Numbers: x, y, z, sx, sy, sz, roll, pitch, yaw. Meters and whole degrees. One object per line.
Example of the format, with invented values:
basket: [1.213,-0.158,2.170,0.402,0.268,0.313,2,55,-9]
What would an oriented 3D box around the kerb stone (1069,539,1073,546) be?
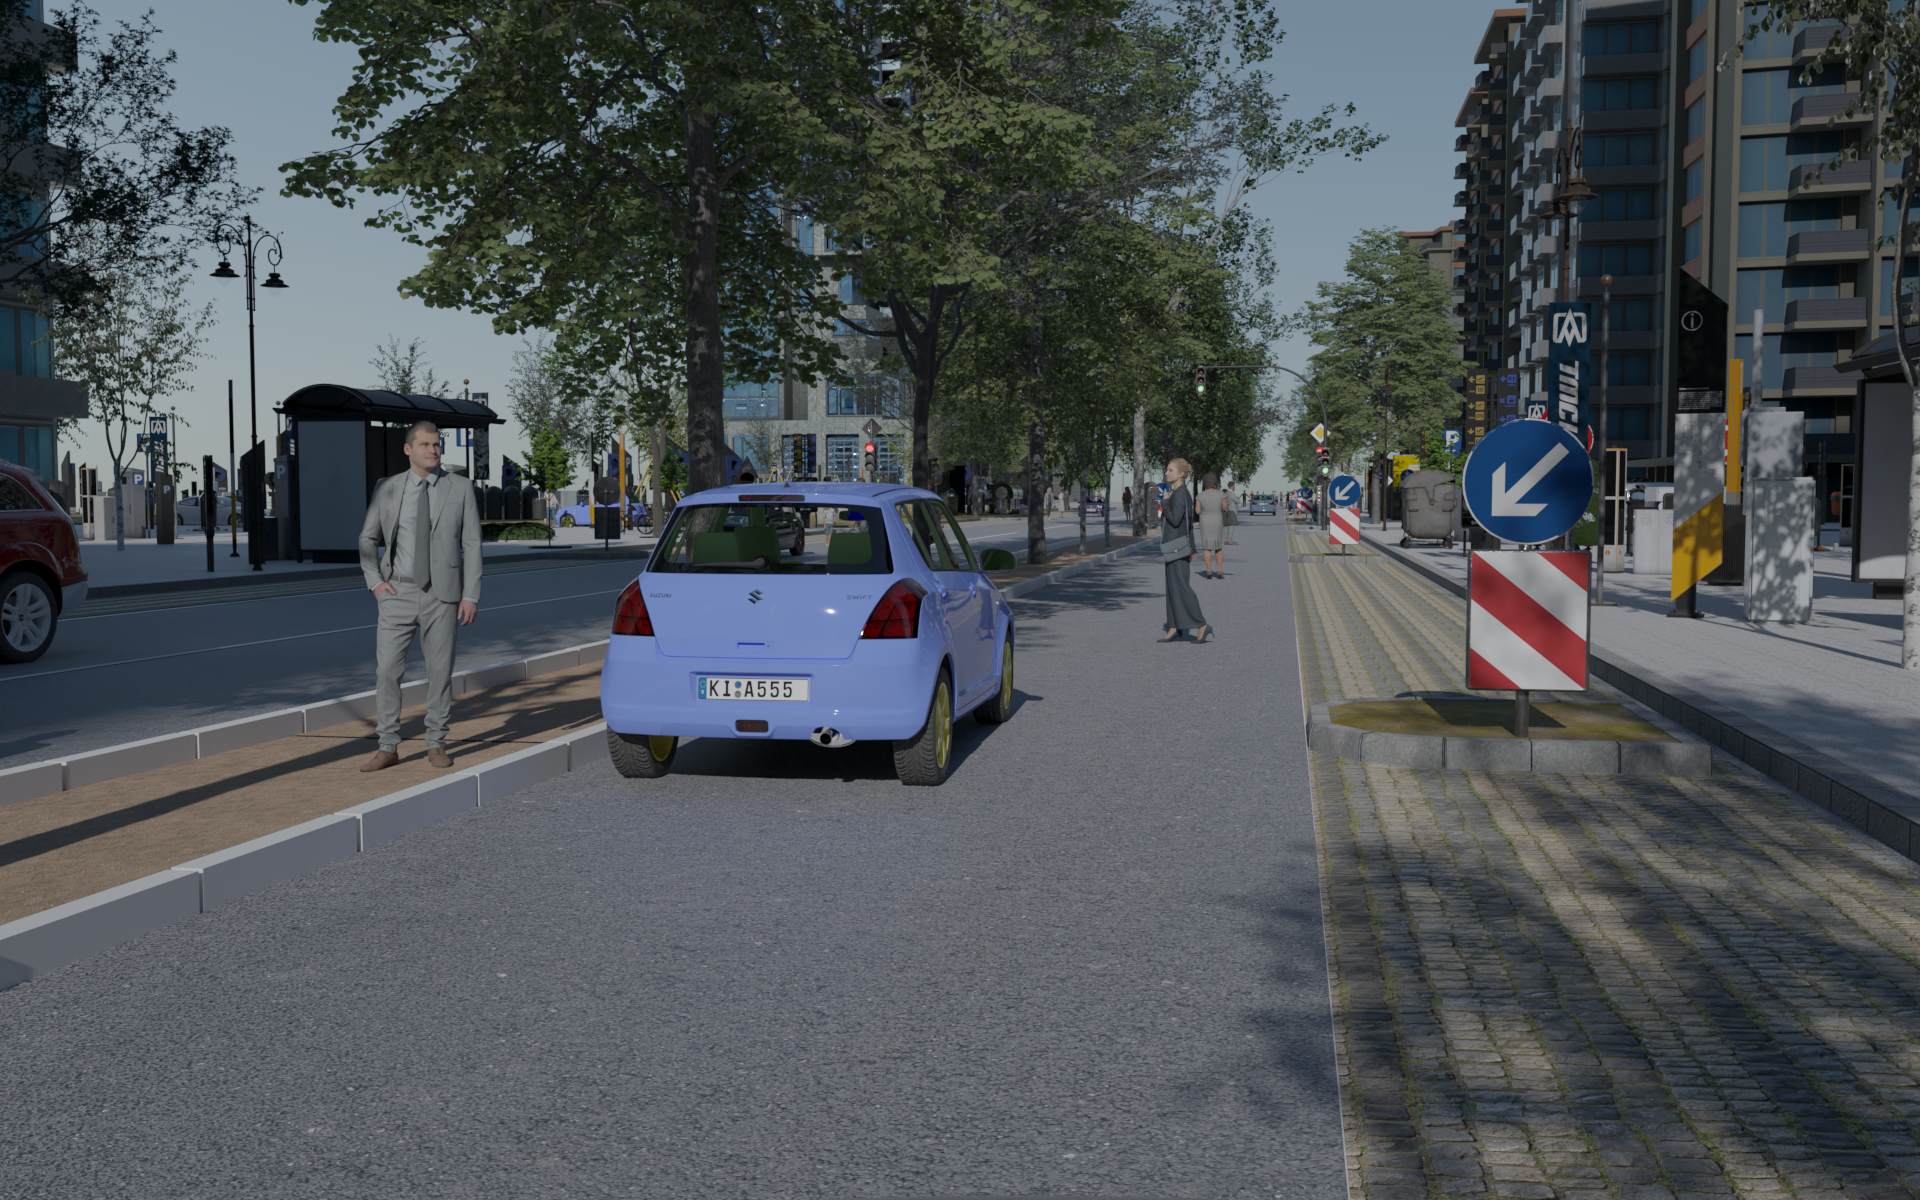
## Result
kerb stone: [2.894,-1.526,47.148,0.120,0.150,1.000,1,4,11]

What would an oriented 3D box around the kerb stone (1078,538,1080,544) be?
kerb stone: [3.269,-1.649,49.165,0.120,0.150,1.000,1,4,11]

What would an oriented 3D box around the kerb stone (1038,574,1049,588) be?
kerb stone: [1.200,-0.265,26.617,0.120,0.150,1.000,1,4,11]

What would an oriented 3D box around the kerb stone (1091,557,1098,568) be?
kerb stone: [2.515,-0.701,33.658,0.120,0.150,1.000,1,4,11]

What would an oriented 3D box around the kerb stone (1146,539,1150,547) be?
kerb stone: [4.957,-1.503,46.781,0.120,0.150,1.000,1,4,11]

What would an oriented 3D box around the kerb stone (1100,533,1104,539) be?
kerb stone: [4.392,-2.019,55.199,0.120,0.150,1.000,1,4,11]

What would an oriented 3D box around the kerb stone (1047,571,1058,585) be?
kerb stone: [1.396,-0.332,27.620,0.120,0.150,1.000,1,4,11]

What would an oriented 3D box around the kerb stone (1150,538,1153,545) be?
kerb stone: [5.146,-1.565,47.788,0.120,0.150,1.000,1,4,11]

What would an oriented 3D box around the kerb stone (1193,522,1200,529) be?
kerb stone: [10.313,-3.251,75.494,0.120,0.150,1.000,1,4,11]

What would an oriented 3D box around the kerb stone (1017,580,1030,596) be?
kerb stone: [0.826,-0.146,24.590,0.120,0.150,1.000,1,4,11]

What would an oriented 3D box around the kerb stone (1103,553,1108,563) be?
kerb stone: [2.887,-0.825,35.683,0.120,0.150,1.000,1,4,11]

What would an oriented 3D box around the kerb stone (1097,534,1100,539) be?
kerb stone: [4.198,-1.957,54.192,0.120,0.150,1.000,1,4,11]

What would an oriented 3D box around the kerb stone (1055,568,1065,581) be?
kerb stone: [1.577,-0.393,28.627,0.120,0.150,1.000,1,4,11]

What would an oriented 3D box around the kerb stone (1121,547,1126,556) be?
kerb stone: [3.638,-1.069,39.718,0.120,0.150,1.000,1,4,11]

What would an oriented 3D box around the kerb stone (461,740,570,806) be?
kerb stone: [-2.175,0.841,8.453,0.120,0.150,1.000,1,4,11]

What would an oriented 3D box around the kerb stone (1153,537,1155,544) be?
kerb stone: [5.332,-1.626,48.797,0.120,0.150,1.000,1,4,11]

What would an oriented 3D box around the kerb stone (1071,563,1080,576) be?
kerb stone: [1.953,-0.511,30.640,0.120,0.150,1.000,1,4,11]

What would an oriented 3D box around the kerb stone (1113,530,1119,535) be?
kerb stone: [5.334,-2.327,60.258,0.120,0.150,1.000,1,4,11]

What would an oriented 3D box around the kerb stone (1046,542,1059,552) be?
kerb stone: [2.334,-1.340,44.126,0.120,0.150,1.000,1,4,11]

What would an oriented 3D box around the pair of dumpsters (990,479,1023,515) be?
pair of dumpsters: [2.905,-6.493,108.646,1.574,2.255,4.437,1,4,10]

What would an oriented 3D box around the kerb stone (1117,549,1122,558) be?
kerb stone: [3.460,-1.010,38.711,0.120,0.150,1.000,1,4,11]

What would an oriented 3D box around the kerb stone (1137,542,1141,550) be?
kerb stone: [4.397,-1.319,43.757,0.120,0.150,1.000,1,4,11]

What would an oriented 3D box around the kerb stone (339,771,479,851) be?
kerb stone: [-2.366,0.902,7.448,0.120,0.150,1.000,1,4,11]

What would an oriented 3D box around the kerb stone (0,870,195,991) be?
kerb stone: [-2.746,1.028,5.428,0.120,0.150,1.000,1,4,11]

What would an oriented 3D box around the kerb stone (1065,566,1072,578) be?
kerb stone: [1.762,-0.452,29.633,0.120,0.150,1.000,1,4,11]

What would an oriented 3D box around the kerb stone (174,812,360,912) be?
kerb stone: [-2.559,0.964,6.433,0.120,0.150,1.000,1,4,11]

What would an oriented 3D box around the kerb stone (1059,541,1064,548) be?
kerb stone: [2.512,-1.402,45.133,0.120,0.150,1.000,1,4,11]

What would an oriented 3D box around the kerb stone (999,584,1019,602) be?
kerb stone: [0.639,-0.085,23.585,0.120,0.150,1.000,1,4,11]

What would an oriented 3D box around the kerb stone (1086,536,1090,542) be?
kerb stone: [3.646,-1.772,51.174,0.120,0.150,1.000,1,4,11]

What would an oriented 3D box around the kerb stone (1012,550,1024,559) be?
kerb stone: [1.212,-0.972,38.083,0.120,0.150,1.000,1,4,11]

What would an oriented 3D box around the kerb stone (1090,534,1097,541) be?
kerb stone: [4.017,-1.895,53.185,0.120,0.150,1.000,1,4,11]

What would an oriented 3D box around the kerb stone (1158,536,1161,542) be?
kerb stone: [5.719,-1.743,50.805,0.120,0.150,1.000,1,4,11]

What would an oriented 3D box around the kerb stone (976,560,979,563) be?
kerb stone: [0.453,-0.724,34.055,0.120,0.150,1.000,1,4,11]

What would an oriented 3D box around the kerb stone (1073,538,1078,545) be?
kerb stone: [3.081,-1.588,48.160,0.120,0.150,1.000,1,4,11]

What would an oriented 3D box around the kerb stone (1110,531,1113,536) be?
kerb stone: [4.962,-2.204,58.232,0.120,0.150,1.000,1,4,11]

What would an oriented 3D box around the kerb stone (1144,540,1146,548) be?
kerb stone: [4.762,-1.442,45.768,0.120,0.150,1.000,1,4,11]

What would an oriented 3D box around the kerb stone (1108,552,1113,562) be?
kerb stone: [3.083,-0.887,36.695,0.120,0.150,1.000,1,4,11]

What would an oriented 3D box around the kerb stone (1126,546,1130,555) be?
kerb stone: [3.842,-1.133,40.728,0.120,0.150,1.000,1,4,11]

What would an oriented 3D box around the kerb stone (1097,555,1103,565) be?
kerb stone: [2.704,-0.762,34.677,0.120,0.150,1.000,1,4,11]

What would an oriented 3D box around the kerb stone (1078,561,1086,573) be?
kerb stone: [2.146,-0.574,31.644,0.120,0.150,1.000,1,4,11]

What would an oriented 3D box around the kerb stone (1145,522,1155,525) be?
kerb stone: [8.430,-3.339,76.873,0.120,0.150,1.000,1,4,11]

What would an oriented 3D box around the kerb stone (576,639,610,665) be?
kerb stone: [-3.123,0.449,14.860,0.120,0.150,1.000,1,4,11]

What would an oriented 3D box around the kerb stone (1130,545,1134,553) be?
kerb stone: [4.022,-1.195,41.734,0.120,0.150,1.000,1,4,11]

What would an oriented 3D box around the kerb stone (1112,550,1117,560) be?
kerb stone: [3.264,-0.948,37.708,0.120,0.150,1.000,1,4,11]

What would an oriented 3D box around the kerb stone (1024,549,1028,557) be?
kerb stone: [1.394,-1.033,39.089,0.120,0.150,1.000,1,4,11]

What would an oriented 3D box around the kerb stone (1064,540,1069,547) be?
kerb stone: [2.706,-1.464,46.137,0.120,0.150,1.000,1,4,11]

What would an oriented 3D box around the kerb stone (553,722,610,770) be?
kerb stone: [-1.990,0.779,9.466,0.120,0.150,1.000,1,4,11]

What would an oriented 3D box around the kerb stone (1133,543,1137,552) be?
kerb stone: [4.207,-1.257,42.739,0.120,0.150,1.000,1,4,11]

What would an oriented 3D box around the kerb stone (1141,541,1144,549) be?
kerb stone: [4.583,-1.380,44.762,0.120,0.150,1.000,1,4,11]

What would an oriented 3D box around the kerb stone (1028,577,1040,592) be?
kerb stone: [1.013,-0.208,25.596,0.120,0.150,1.000,1,4,11]

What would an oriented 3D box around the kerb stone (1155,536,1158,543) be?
kerb stone: [5.520,-1.686,49.802,0.120,0.150,1.000,1,4,11]

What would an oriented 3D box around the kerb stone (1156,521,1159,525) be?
kerb stone: [9.004,-3.529,79.901,0.120,0.150,1.000,1,4,11]

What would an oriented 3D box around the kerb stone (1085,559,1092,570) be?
kerb stone: [2.331,-0.639,32.649,0.120,0.150,1.000,1,4,11]
